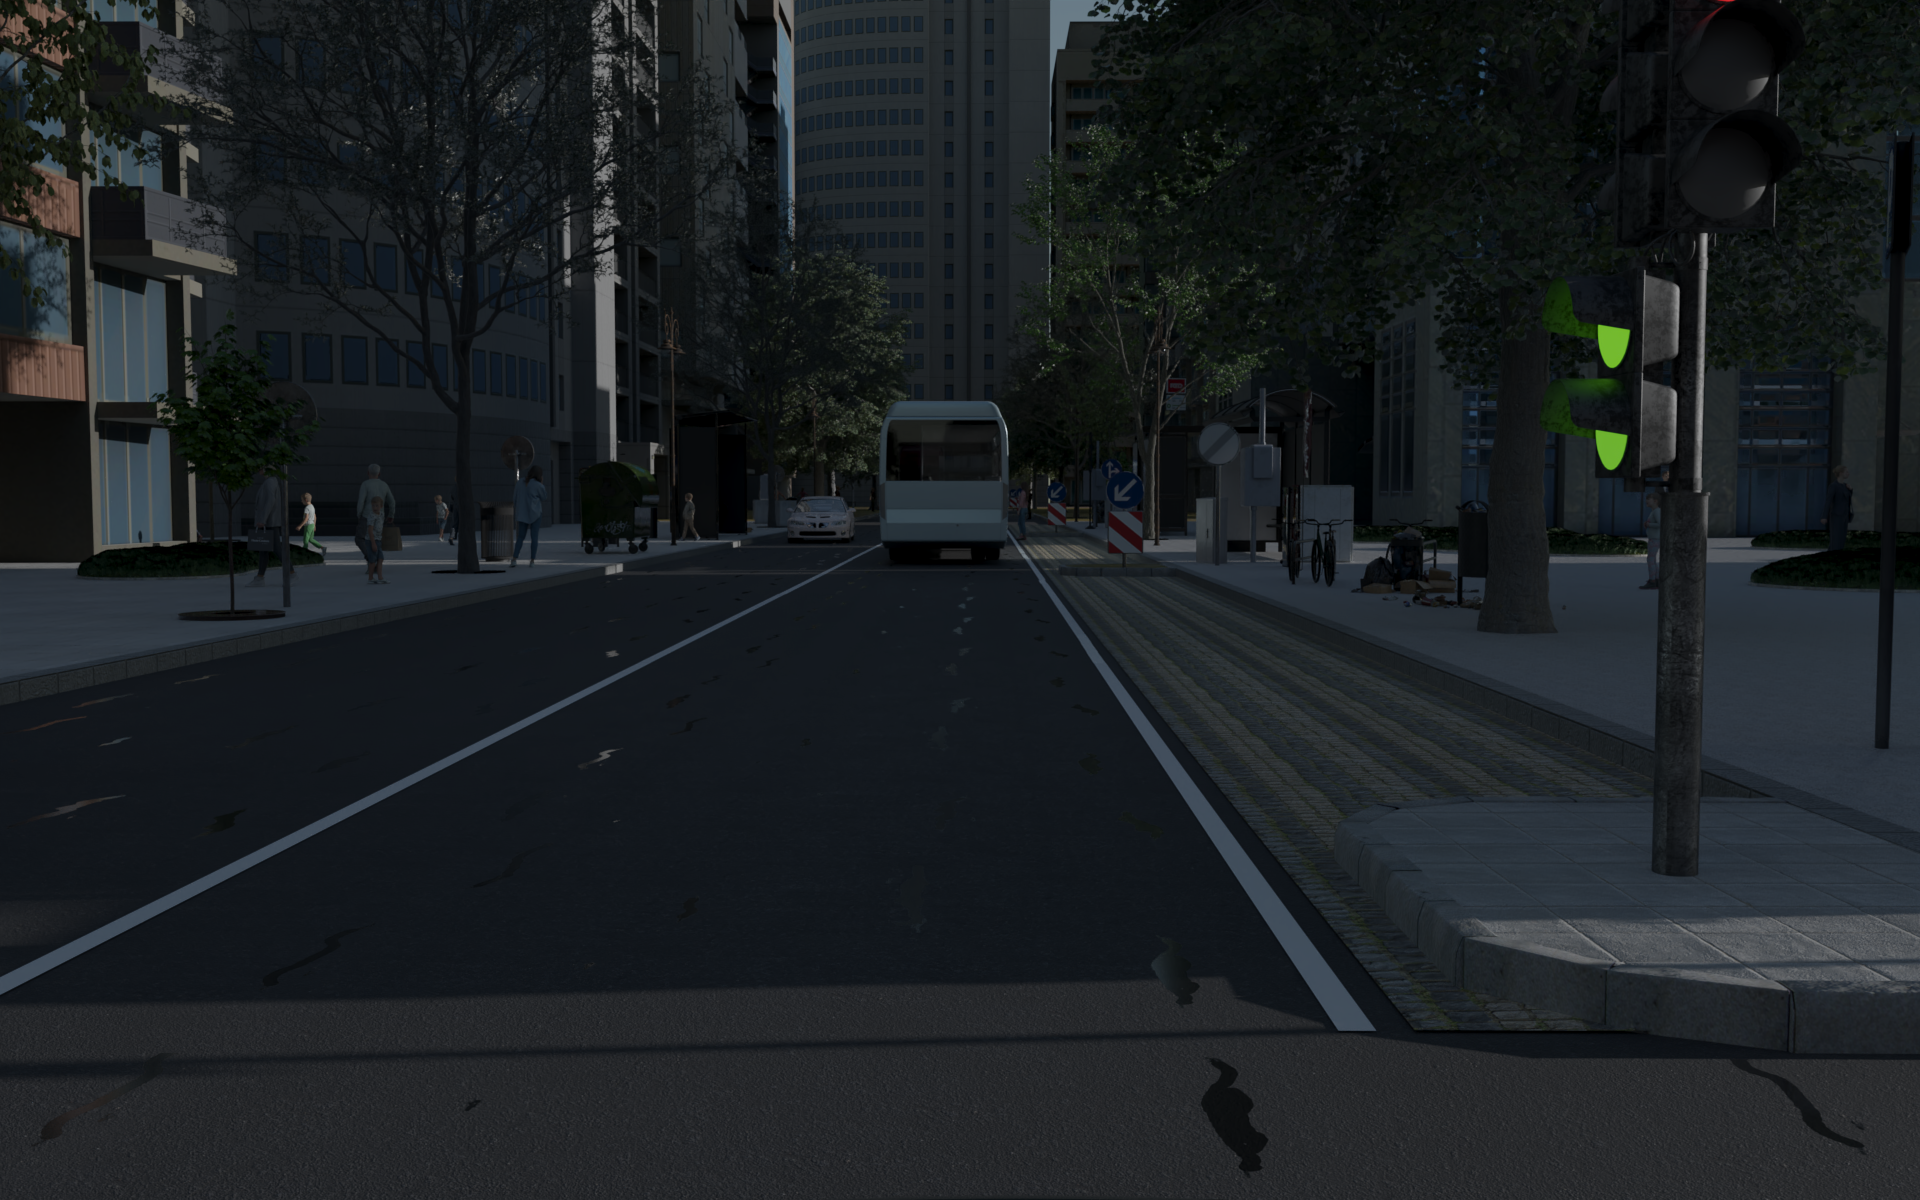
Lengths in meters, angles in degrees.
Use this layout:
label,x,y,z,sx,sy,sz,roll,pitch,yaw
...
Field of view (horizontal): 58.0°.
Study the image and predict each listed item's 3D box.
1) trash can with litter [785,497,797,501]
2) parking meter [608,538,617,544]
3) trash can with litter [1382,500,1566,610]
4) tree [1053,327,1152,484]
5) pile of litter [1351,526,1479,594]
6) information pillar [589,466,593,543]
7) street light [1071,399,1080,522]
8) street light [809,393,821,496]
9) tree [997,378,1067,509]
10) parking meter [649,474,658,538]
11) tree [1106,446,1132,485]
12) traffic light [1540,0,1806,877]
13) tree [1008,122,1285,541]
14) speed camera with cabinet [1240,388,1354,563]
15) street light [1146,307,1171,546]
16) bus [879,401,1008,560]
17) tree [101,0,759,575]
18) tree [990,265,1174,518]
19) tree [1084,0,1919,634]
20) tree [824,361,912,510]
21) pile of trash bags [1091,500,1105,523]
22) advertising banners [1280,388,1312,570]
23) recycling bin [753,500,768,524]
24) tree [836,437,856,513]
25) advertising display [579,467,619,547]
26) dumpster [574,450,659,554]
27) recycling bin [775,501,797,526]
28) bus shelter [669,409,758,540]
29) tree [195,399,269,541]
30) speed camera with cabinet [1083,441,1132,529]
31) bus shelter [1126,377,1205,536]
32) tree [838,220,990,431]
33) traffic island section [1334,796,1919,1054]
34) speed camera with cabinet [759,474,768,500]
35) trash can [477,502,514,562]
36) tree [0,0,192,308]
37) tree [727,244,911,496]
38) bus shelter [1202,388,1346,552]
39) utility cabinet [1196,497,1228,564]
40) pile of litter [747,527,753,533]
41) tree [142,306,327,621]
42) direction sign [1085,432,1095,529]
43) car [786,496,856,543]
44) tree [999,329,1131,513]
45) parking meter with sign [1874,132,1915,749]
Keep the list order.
label,x,y,z,sx,sy,sz,roll,pitch,yaw
trash can with litter,-7.322,-3.813,73.736,0.624,1.170,1.055,-2,4,-26
parking meter,-8.957,-2.190,44.209,0.372,1.533,0.369,0,3,0
trash can with litter,5.783,-0.547,20.009,1.678,1.210,2.233,-1,4,-21
tree,6.280,-7.601,74.645,4.737,8.622,4.395,0,3,0
pile of litter,5.979,-0.532,22.666,1.719,0.858,1.176,1,4,8
information pillar,-9.610,-2.524,45.761,0.304,2.012,0.304,-1,4,-23
street light,5.362,-6.538,79.678,0.468,5.910,1.993,0,4,1
street light,-6.664,-6.515,79.300,0.468,5.910,1.993,0,4,1
tree,6.734,-14.580,156.504,7.486,12.596,7.792,0,3,0
parking meter,-8.998,-2.721,50.201,0.399,1.863,0.255,1,4,22
tree,6.519,-4.541,68.842,1.663,3.219,1.824,0,3,0
traffic light,2.407,-1.030,5.762,0.839,4.253,0.868,0,4,1
tree,5.164,-7.467,47.849,9.928,11.665,9.643,0,3,0
speed camera with cabinet,6.339,-2.341,32.611,2.038,3.252,0.660,0,4,0
street light,4.898,-4.289,42.910,0.468,5.910,1.993,0,4,1
bus,-0.357,-2.822,40.993,2.948,3.499,13.247,0,4,0
tree,-8.109,-7.170,27.607,12.009,13.543,11.850,0,3,0
tree,6.300,-11.089,91.671,12.009,13.543,11.850,0,3,0
tree,5.296,-6.679,15.852,9.857,13.997,8.962,0,3,0
tree,-6.808,-13.598,139.335,9.611,12.733,9.660,0,3,0
pile of trash bags,6.820,-4.118,77.087,1.912,1.369,3.447,1,4,9
advertising banners,5.759,-2.048,29.672,0.090,3.025,2.074,0,4,-2
recycling bin,-8.583,-3.827,75.120,0.722,1.027,0.722,-1,4,-13
tree,-7.661,-10.382,120.103,4.360,8.622,3.978,0,3,0
advertising display,-8.707,-2.243,41.881,0.974,1.923,0.123,0,4,-7
dumpster,-7.468,-2.152,37.686,1.502,2.255,1.985,0,4,1
recycling bin,-6.848,-3.372,67.689,0.722,1.027,0.722,-2,4,-31
bus shelter,-7.198,-3.663,51.169,1.731,3.624,6.357,0,4,1
tree,-20.330,-3.881,47.175,4.285,4.588,4.351,0,3,0
speed camera with cabinet,5.568,-4.323,65.019,2.038,3.252,0.660,-3,4,-36
bus shelter,6.692,-4.867,57.209,2.179,5.291,8.768,0,4,1
tree,-7.284,-9.495,65.615,12.009,13.543,11.850,0,3,0
traffic island section,2.447,1.003,5.875,2.009,0.180,2.903,0,4,1
speed camera with cabinet,-9.042,-5.278,80.630,0.660,3.252,2.038,0,4,-7
trash can,-8.799,-1.301,32.924,0.748,1.137,0.748,0,3,0
tree,-8.048,-3.848,13.276,4.737,8.622,4.395,0,3,0
tree,-7.026,-11.086,87.918,9.857,13.997,8.962,0,3,0
bus shelter,6.363,-2.562,35.819,2.014,3.302,5.546,0,4,1
utility cabinet,4.689,-1.294,32.326,0.306,1.237,1.020,-1,4,-10
pile of litter,-7.508,-2.692,57.986,1.176,0.858,1.719,0,4,0
tree,-7.431,-1.428,17.947,1.663,3.219,1.824,0,3,0
direction sign,4.765,-4.363,63.327,0.379,3.537,0.876,1,4,10
car,-4.156,-2.436,52.198,2.083,1.381,4.827,0,4,-1
tree,7.038,-12.434,120.309,9.611,12.733,9.660,0,3,0
parking meter with sign,5.397,-0.736,8.292,1.738,3.016,0.543,2,4,26
